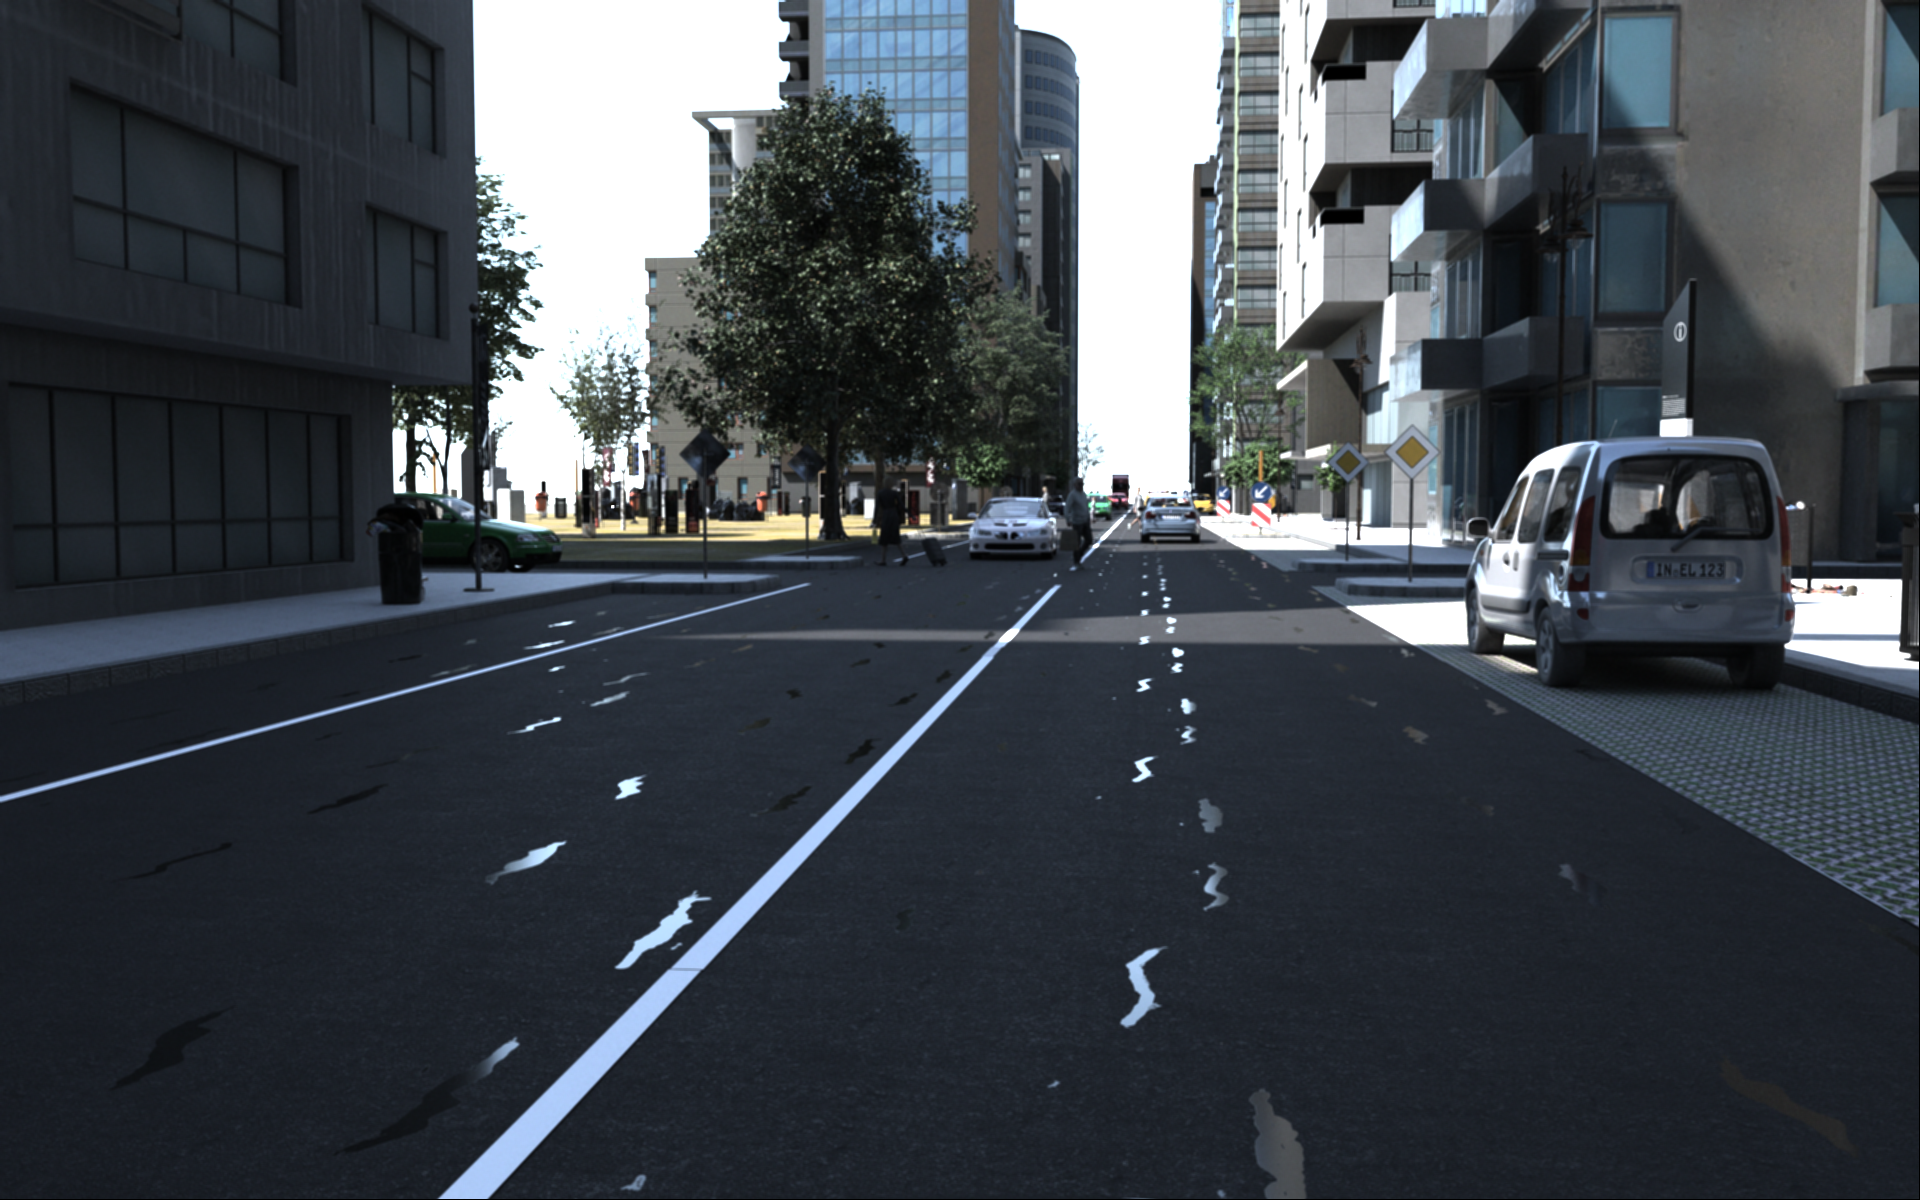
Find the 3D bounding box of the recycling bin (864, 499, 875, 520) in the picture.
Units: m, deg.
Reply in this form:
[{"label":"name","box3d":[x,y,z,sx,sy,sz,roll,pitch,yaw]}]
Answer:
[{"label":"recycling bin","box3d":[-4.373,-4.553,86.987,0.722,1.027,0.722,1,4,11]}]

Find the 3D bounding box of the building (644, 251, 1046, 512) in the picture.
[{"label":"building","box3d":[-7.722,-18.003,139.385,27.650,21.520,28.899,0,4,6]}]

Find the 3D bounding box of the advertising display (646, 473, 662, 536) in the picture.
[{"label":"advertising display","box3d":[-9.535,-2.981,53.958,0.123,1.923,0.974,-2,4,-32]}]

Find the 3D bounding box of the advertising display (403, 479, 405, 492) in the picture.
[{"label":"advertising display","box3d":[-24.026,-4.305,75.607,0.123,1.923,0.974,-3,5,-44]}]

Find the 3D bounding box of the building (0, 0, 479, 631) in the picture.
[{"label":"building","box3d":[-14.332,-20.635,20.970,14.086,41.232,14.154,0,4,6]}]

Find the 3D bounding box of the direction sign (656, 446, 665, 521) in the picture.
[{"label":"direction sign","box3d":[-14.194,-5.509,82.070,0.379,3.537,0.876,-3,4,-37]}]

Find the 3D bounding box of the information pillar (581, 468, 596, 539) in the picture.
[{"label":"information pillar","box3d":[-10.606,-2.750,49.449,0.304,2.012,0.304,1,4,12]}]

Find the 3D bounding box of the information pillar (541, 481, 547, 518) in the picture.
[{"label":"information pillar","box3d":[-22.598,-5.477,94.040,0.304,2.012,0.304,-1,4,-13]}]

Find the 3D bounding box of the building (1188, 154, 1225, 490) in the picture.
[{"label":"building","box3d":[37.329,-35.334,227.825,14.600,45.320,14.200,0,4,6]}]

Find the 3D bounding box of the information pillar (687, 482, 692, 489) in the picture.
[{"label":"information pillar","box3d":[-16.859,-6.346,108.254,0.304,2.012,0.304,1,4,13]}]

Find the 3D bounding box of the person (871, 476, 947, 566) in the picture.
[{"label":"person","box3d":[-1.077,-1.584,34.622,1.509,1.804,0.699,2,4,27]}]

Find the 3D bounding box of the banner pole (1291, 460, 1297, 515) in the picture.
[{"label":"banner pole","box3d":[20.298,-7.038,105.080,0.401,3.779,0.863,-1,4,-20]}]

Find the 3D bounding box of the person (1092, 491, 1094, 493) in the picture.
[{"label":"person","box3d":[12.401,-9.451,163.472,0.683,1.767,0.568,0,4,-7]}]

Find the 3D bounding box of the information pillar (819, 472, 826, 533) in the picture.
[{"label":"information pillar","box3d":[-4.432,-3.193,56.694,0.304,2.012,0.304,1,4,10]}]

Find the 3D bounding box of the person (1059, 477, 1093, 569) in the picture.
[{"label":"person","box3d":[2.204,-1.483,33.233,0.515,1.767,0.782,3,5,42]}]

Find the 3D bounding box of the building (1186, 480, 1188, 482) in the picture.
[{"label":"building","box3d":[44.815,-38.515,249.324,23.786,49.044,30.456,0,4,6]}]

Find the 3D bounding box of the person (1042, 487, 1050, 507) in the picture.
[{"label":"person","box3d":[4.301,-4.765,86.592,0.728,1.800,0.709,0,4,-5]}]

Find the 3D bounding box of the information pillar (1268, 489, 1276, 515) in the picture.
[{"label":"information pillar","box3d":[18.975,-6.981,105.487,0.504,3.616,0.183,0,4,-8]}]

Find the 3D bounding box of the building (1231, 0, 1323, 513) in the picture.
[{"label":"building","box3d":[26.023,-26.708,120.268,14.154,41.232,14.086,0,4,6]}]

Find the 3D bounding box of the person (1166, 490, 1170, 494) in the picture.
[{"label":"person","box3d":[13.238,-6.224,111.079,0.721,1.723,1.217,-3,4,-38]}]

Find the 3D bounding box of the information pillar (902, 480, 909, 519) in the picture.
[{"label":"information pillar","box3d":[-2.819,-5.205,89.592,0.304,2.012,0.304,2,4,25]}]

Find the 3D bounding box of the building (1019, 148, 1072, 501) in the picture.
[{"label":"building","box3d":[5.561,-31.555,199.525,14.154,41.232,14.086,0,4,6]}]

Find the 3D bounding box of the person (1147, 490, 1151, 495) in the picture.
[{"label":"person","box3d":[15.482,-8.178,142.992,0.721,1.735,1.217,-1,4,-14]}]

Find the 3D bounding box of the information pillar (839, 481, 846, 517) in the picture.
[{"label":"information pillar","box3d":[-6.572,-5.651,96.886,0.304,2.012,0.304,-2,4,-29]}]

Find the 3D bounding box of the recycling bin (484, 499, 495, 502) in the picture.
[{"label":"recycling bin","box3d":[-26.851,-5.274,98.787,0.722,1.027,0.722,-3,5,-42]}]

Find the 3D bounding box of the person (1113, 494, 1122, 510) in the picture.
[{"label":"person","box3d":[13.944,-8.640,152.959,0.628,1.438,0.799,1,4,22]}]

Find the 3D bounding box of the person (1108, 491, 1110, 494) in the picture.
[{"label":"person","box3d":[16.622,-11.235,192.894,1.217,1.736,0.721,3,4,38]}]

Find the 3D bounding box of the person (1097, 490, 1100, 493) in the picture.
[{"label":"person","box3d":[13.865,-10.119,173.941,0.705,1.824,1.348,-2,4,-23]}]

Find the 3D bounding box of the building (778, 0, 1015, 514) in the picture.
[{"label":"building","box3d":[-3.727,-28.521,116.428,14.600,45.320,14.200,0,4,6]}]

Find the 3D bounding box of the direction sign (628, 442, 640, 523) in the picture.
[{"label":"direction sign","box3d":[-14.228,-5.112,75.578,0.379,3.537,0.876,-3,5,-43]}]

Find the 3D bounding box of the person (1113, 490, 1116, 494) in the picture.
[{"label":"person","box3d":[18.422,-12.176,207.212,1.348,1.869,0.705,2,4,29]}]

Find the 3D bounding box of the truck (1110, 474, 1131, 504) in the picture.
[{"label":"truck","box3d":[22.496,-15.517,242.613,2.839,4.237,11.283,0,4,6]}]

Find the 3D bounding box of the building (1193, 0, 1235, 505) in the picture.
[{"label":"building","box3d":[39.382,-54.495,203.661,22.319,86.520,31.000,0,4,6]}]

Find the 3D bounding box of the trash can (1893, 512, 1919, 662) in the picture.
[{"label":"trash can","box3d":[7.550,-0.098,13.261,0.748,1.137,0.748,0,3,0]}]

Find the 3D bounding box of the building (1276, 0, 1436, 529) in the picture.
[{"label":"building","box3d":[28.347,-29.679,74.484,28.713,52.752,27.495,0,4,6]}]

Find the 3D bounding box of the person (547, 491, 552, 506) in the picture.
[{"label":"person","box3d":[-46.600,-11.392,195.577,1.217,1.723,0.721,1,4,13]}]

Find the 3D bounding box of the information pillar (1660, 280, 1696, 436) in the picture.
[{"label":"information pillar","box3d":[7.954,-1.704,19.219,0.183,3.616,0.504,-1,4,-12]}]

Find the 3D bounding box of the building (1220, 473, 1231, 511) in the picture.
[{"label":"building","box3d":[37.462,-27.297,138.187,32.217,40.220,23.993,0,4,6]}]

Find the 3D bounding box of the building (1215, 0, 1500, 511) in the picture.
[{"label":"building","box3d":[35.884,-33.418,166.000,23.786,49.044,30.456,0,4,6]}]

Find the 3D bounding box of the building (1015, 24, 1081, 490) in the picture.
[{"label":"building","box3d":[4.114,-41.491,220.382,21.231,58.520,28.212,0,4,6]}]

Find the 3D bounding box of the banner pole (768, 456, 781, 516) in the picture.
[{"label":"banner pole","box3d":[-10.839,-6.798,101.156,0.863,3.779,0.401,-1,4,-13]}]

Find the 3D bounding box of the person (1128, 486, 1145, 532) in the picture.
[{"label":"person","box3d":[6.765,-3.469,65.965,0.760,1.731,0.466,1,4,16]}]

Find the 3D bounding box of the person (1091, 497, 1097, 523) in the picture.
[{"label":"person","box3d":[6.582,-4.468,85.826,0.394,1.301,0.425,1,4,12]}]

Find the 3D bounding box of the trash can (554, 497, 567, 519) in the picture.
[{"label":"trash can","box3d":[-20.904,-4.833,90.672,0.748,1.137,0.748,0,3,0]}]

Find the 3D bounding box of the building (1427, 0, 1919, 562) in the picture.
[{"label":"building","box3d":[25.850,-25.722,40.163,30.456,49.044,23.786,0,4,6]}]

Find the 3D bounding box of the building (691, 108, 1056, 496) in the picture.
[{"label":"building","box3d":[-7.096,-29.005,166.114,32.217,40.220,23.993,0,4,6]}]
